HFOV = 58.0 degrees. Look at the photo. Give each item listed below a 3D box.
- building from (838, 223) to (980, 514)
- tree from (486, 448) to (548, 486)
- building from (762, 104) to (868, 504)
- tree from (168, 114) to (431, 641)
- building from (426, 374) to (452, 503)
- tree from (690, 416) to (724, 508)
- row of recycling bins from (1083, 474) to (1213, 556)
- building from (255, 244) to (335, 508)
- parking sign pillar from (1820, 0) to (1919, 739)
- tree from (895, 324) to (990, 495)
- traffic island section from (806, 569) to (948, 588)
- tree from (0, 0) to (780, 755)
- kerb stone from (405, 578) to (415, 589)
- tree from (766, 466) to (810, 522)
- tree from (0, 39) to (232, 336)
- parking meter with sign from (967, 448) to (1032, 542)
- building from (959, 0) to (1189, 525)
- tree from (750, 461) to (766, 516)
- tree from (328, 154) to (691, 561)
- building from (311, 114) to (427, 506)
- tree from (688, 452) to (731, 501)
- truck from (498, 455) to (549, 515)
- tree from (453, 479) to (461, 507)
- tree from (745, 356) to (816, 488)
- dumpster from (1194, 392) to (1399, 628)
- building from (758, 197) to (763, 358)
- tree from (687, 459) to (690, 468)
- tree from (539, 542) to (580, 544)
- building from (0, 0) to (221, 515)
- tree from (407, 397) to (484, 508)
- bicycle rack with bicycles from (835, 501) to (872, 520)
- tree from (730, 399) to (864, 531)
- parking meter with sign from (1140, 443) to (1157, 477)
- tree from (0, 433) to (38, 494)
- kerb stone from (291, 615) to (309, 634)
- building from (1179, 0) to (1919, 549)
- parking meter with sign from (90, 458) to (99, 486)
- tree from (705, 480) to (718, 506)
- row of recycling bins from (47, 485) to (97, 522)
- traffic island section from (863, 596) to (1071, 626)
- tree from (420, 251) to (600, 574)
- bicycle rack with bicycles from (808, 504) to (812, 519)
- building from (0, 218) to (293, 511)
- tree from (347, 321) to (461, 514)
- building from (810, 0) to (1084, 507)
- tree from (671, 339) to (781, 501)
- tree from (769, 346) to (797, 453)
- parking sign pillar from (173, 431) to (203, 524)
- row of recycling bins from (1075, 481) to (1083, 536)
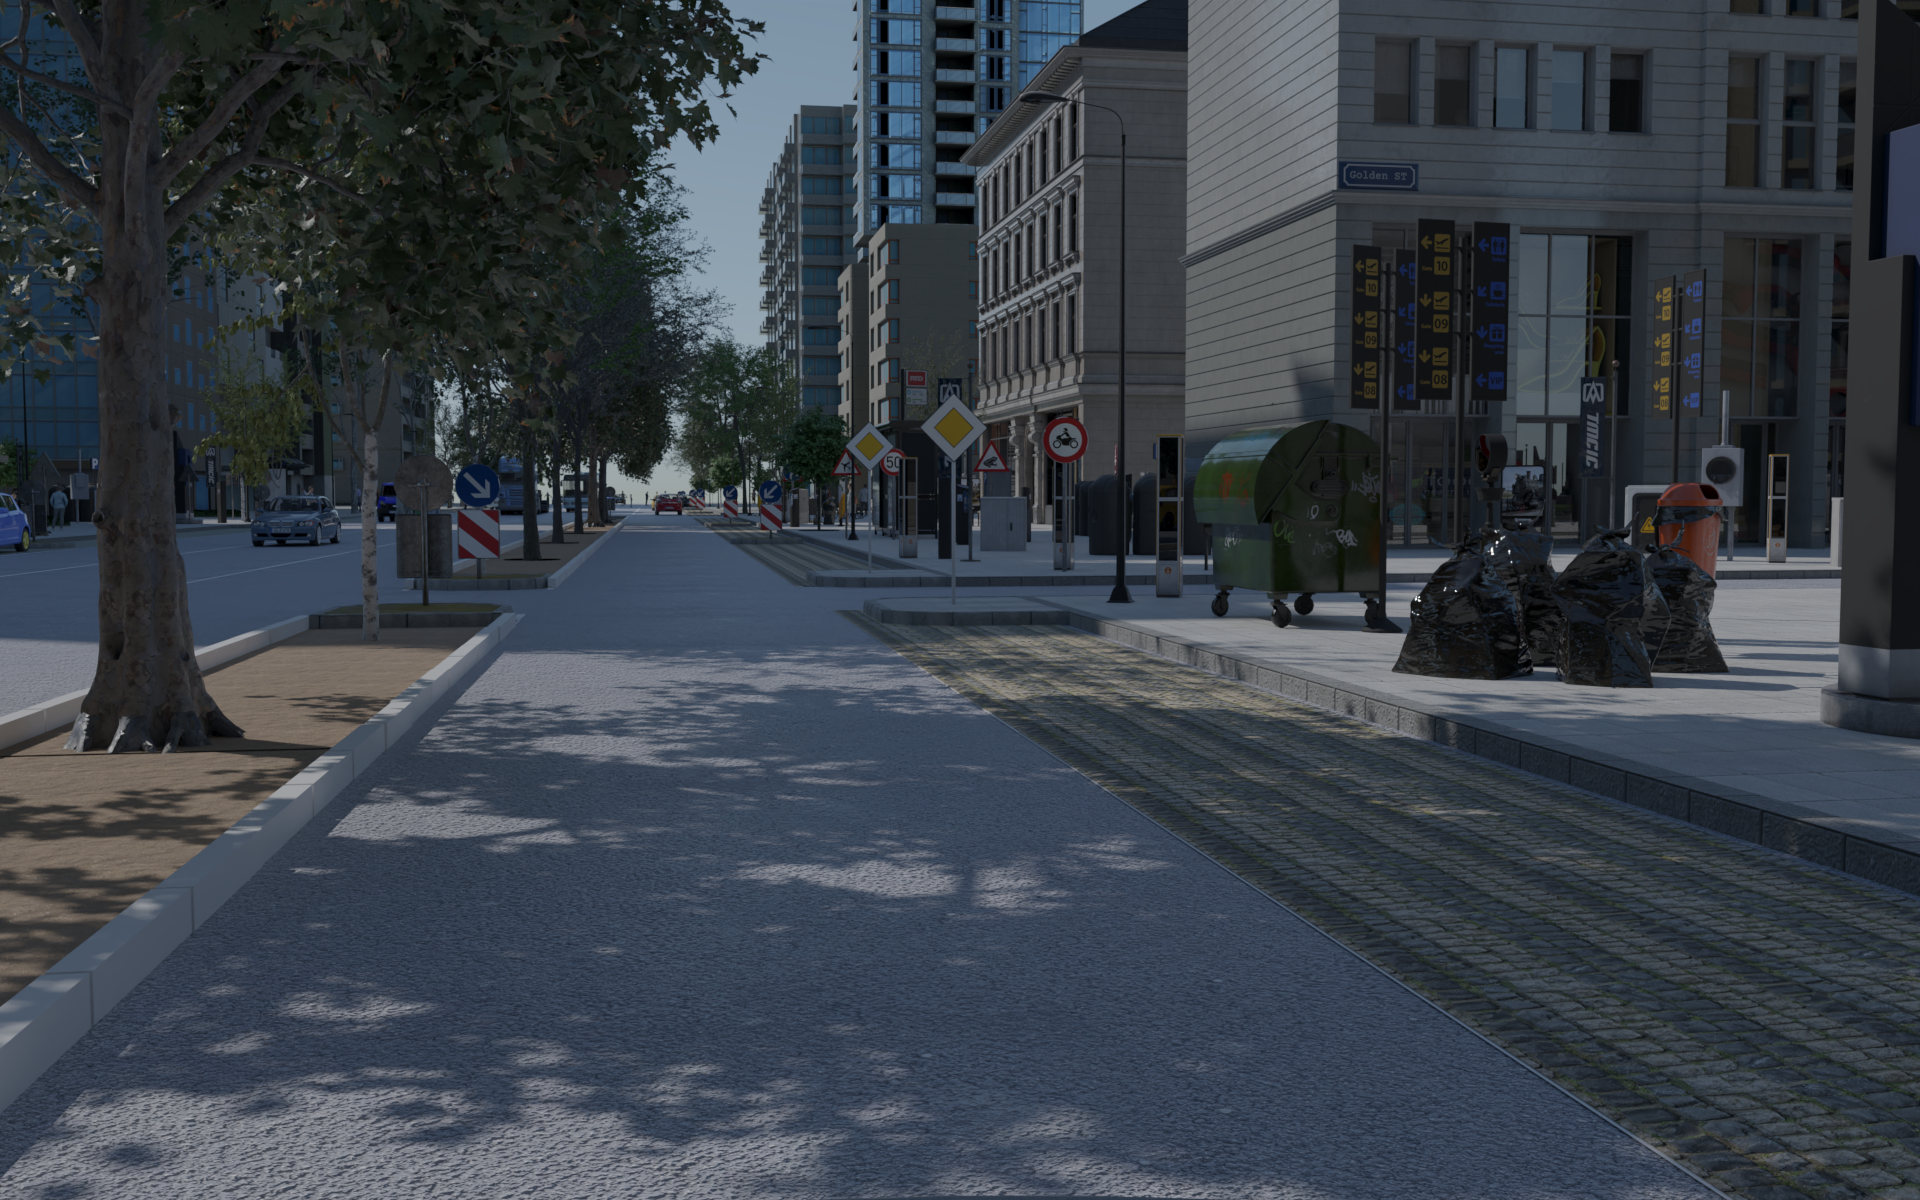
[{"bbox_3d":[6.357,-17.258,127.214,27.650,21.520,28.899,-1,4,-10],"label":"building"},{"bbox_3d":[-57.952,-18.605,222.323,7.486,12.596,7.792,0,3,0],"label":"tree"},{"bbox_3d":[-11.364,-36.528,216.842,23.786,49.044,30.456,-1,4,-10],"label":"building"},{"bbox_3d":[-5.804,-3.913,16.799,4.737,8.622,4.395,0,3,0],"label":"tree"},{"bbox_3d":[-81.225,-48.864,237.179,20.563,71.187,20.611,-1,4,-10],"label":"building"},{"bbox_3d":[-22.512,-12.888,161.077,4.360,8.622,3.978,0,3,0],"label":"tree"},{"bbox_3d":[4.498,-1.803,36.598,3.534,1.692,1.069,-1,4,-8],"label":"row of recycling bins"},{"bbox_3d":[-60.637,-22.731,143.345,14.160,30.474,14.107,-1,4,-10],"label":"building"},{"bbox_3d":[5.541,-1.281,9.416,1.447,3.967,1.447,-1,4,-10],"label":"parking sign pillar"},{"bbox_3d":[-0.893,-7.681,75.944,4.360,8.622,3.978,0,3,0],"label":"tree"},{"bbox_3d":[-1.413,-0.351,28.013,2.009,0.180,2.903,-1,4,-10],"label":"traffic island section"},{"bbox_3d":[-4.672,-5.507,9.501,9.611,12.733,9.660,0,3,0],"label":"tree"},{"bbox_3d":[-8.361,-0.261,26.506,0.120,0.150,1.000,-1,4,-10],"label":"kerb stone"},{"bbox_3d":[-7.830,-5.232,80.145,1.663,3.219,1.824,0,3,0],"label":"tree"},{"bbox_3d":[-30.568,-12.549,61.057,12.611,20.169,13.585,0,3,0],"label":"tree"},{"bbox_3d":[1.013,-3.042,46.004,1.738,3.016,0.543,-1,4,-13],"label":"parking meter with sign"},{"bbox_3d":[5.467,-14.284,84.458,10.553,20.767,40.483,-1,4,-10],"label":"building"},{"bbox_3d":[-11.365,-6.472,100.414,1.663,3.219,1.824,0,3,0],"label":"tree"},{"bbox_3d":[-9.311,-6.648,36.902,9.928,11.665,9.643,0,3,0],"label":"tree"},{"bbox_3d":[-73.009,-34.996,195.893,21.300,48.544,21.600,-1,4,-10],"label":"building"},{"bbox_3d":[-17.538,-9.005,130.943,4.285,4.588,4.351,0,3,0],"label":"tree"},{"bbox_3d":[-31.145,-8.212,124.020,2.967,4.110,18.799,-1,4,-10],"label":"truck"},{"bbox_3d":[-48.859,-10.713,169.761,1.663,3.219,1.824,0,3,0],"label":"tree"},{"bbox_3d":[-9.557,-8.703,92.657,4.737,8.622,4.395,0,3,0],"label":"tree"},{"bbox_3d":[3.351,-0.911,17.384,1.502,2.255,1.985,-1,4,-10],"label":"dumpster"},{"bbox_3d":[-17.068,-38.373,246.999,23.786,49.044,30.456,-1,4,-10],"label":"building"},{"bbox_3d":[-33.195,-16.555,221.042,4.360,8.622,3.978,0,3,0],"label":"tree"},{"bbox_3d":[-11.625,-8.362,49.552,12.009,13.543,11.850,0,3,0],"label":"tree"},{"bbox_3d":[-52.984,-27.627,101.808,14.600,45.320,14.200,-1,4,-10],"label":"building"},{"bbox_3d":[-47.759,-13.858,160.983,7.601,10.594,8.767,0,4,-7],"label":"tree"},{"bbox_3d":[-5.354,-4.587,88.381,2.925,0.926,2.852,-3,5,-39],"label":"bicycle rack with bicycles"},{"bbox_3d":[-4.850,-4.678,60.197,4.285,4.588,4.351,0,3,0],"label":"tree"},{"bbox_3d":[6.614,-3.912,60.227,0.543,3.016,1.738,-1,4,-19],"label":"parking meter with sign"},{"bbox_3d":[-51.039,-6.680,92.939,4.285,4.588,4.351,0,3,0],"label":"tree"},{"bbox_3d":[-6.857,0.268,17.897,0.120,0.150,1.000,-1,4,-10],"label":"kerb stone"},{"bbox_3d":[21.840,-16.389,45.457,29.804,29.767,11.434,-1,4,-10],"label":"building"},{"bbox_3d":[-41.014,-5.345,83.652,1.738,3.016,0.543,0,4,8],"label":"parking meter with sign"},{"bbox_3d":[-27.311,-12.069,191.925,1.663,3.219,1.824,0,3,0],"label":"tree"},{"bbox_3d":[-40.456,-4.455,79.951,3.534,1.692,1.069,1,4,9],"label":"row of recycling bins"},{"bbox_3d":[-0.030,0.130,20.148,2.009,0.180,2.903,-1,4,-10],"label":"traffic island section"},{"bbox_3d":[-7.770,-4.588,27.827,4.360,8.622,3.978,0,3,0],"label":"tree"},{"bbox_3d":[-8.622,-4.505,87.034,2.925,0.926,2.852,-1,4,-18],"label":"bicycle rack with bicycles"},{"bbox_3d":[-63.957,-32.524,121.005,28.713,52.752,27.495,-1,4,-10],"label":"building"},{"bbox_3d":[-38.604,-15.738,113.200,12.611,20.169,13.585,0,3,0],"label":"tree"},{"bbox_3d":[-1.055,-51.494,154.600,22.319,86.520,31.000,-1,4,-10],"label":"building"},{"bbox_3d":[-18.895,-14.300,140.467,9.857,13.997,8.962,0,3,0],"label":"tree"},{"bbox_3d":[-14.106,-11.393,112.034,9.928,11.665,9.643,0,3,0],"label":"tree"},{"bbox_3d":[-33.351,-5.256,74.402,1.447,3.967,1.447,-1,4,-10],"label":"parking sign pillar"},{"bbox_3d":[4.238,-2.784,52.631,1.069,1.692,3.534,-1,4,-17],"label":"row of recycling bins"}]
